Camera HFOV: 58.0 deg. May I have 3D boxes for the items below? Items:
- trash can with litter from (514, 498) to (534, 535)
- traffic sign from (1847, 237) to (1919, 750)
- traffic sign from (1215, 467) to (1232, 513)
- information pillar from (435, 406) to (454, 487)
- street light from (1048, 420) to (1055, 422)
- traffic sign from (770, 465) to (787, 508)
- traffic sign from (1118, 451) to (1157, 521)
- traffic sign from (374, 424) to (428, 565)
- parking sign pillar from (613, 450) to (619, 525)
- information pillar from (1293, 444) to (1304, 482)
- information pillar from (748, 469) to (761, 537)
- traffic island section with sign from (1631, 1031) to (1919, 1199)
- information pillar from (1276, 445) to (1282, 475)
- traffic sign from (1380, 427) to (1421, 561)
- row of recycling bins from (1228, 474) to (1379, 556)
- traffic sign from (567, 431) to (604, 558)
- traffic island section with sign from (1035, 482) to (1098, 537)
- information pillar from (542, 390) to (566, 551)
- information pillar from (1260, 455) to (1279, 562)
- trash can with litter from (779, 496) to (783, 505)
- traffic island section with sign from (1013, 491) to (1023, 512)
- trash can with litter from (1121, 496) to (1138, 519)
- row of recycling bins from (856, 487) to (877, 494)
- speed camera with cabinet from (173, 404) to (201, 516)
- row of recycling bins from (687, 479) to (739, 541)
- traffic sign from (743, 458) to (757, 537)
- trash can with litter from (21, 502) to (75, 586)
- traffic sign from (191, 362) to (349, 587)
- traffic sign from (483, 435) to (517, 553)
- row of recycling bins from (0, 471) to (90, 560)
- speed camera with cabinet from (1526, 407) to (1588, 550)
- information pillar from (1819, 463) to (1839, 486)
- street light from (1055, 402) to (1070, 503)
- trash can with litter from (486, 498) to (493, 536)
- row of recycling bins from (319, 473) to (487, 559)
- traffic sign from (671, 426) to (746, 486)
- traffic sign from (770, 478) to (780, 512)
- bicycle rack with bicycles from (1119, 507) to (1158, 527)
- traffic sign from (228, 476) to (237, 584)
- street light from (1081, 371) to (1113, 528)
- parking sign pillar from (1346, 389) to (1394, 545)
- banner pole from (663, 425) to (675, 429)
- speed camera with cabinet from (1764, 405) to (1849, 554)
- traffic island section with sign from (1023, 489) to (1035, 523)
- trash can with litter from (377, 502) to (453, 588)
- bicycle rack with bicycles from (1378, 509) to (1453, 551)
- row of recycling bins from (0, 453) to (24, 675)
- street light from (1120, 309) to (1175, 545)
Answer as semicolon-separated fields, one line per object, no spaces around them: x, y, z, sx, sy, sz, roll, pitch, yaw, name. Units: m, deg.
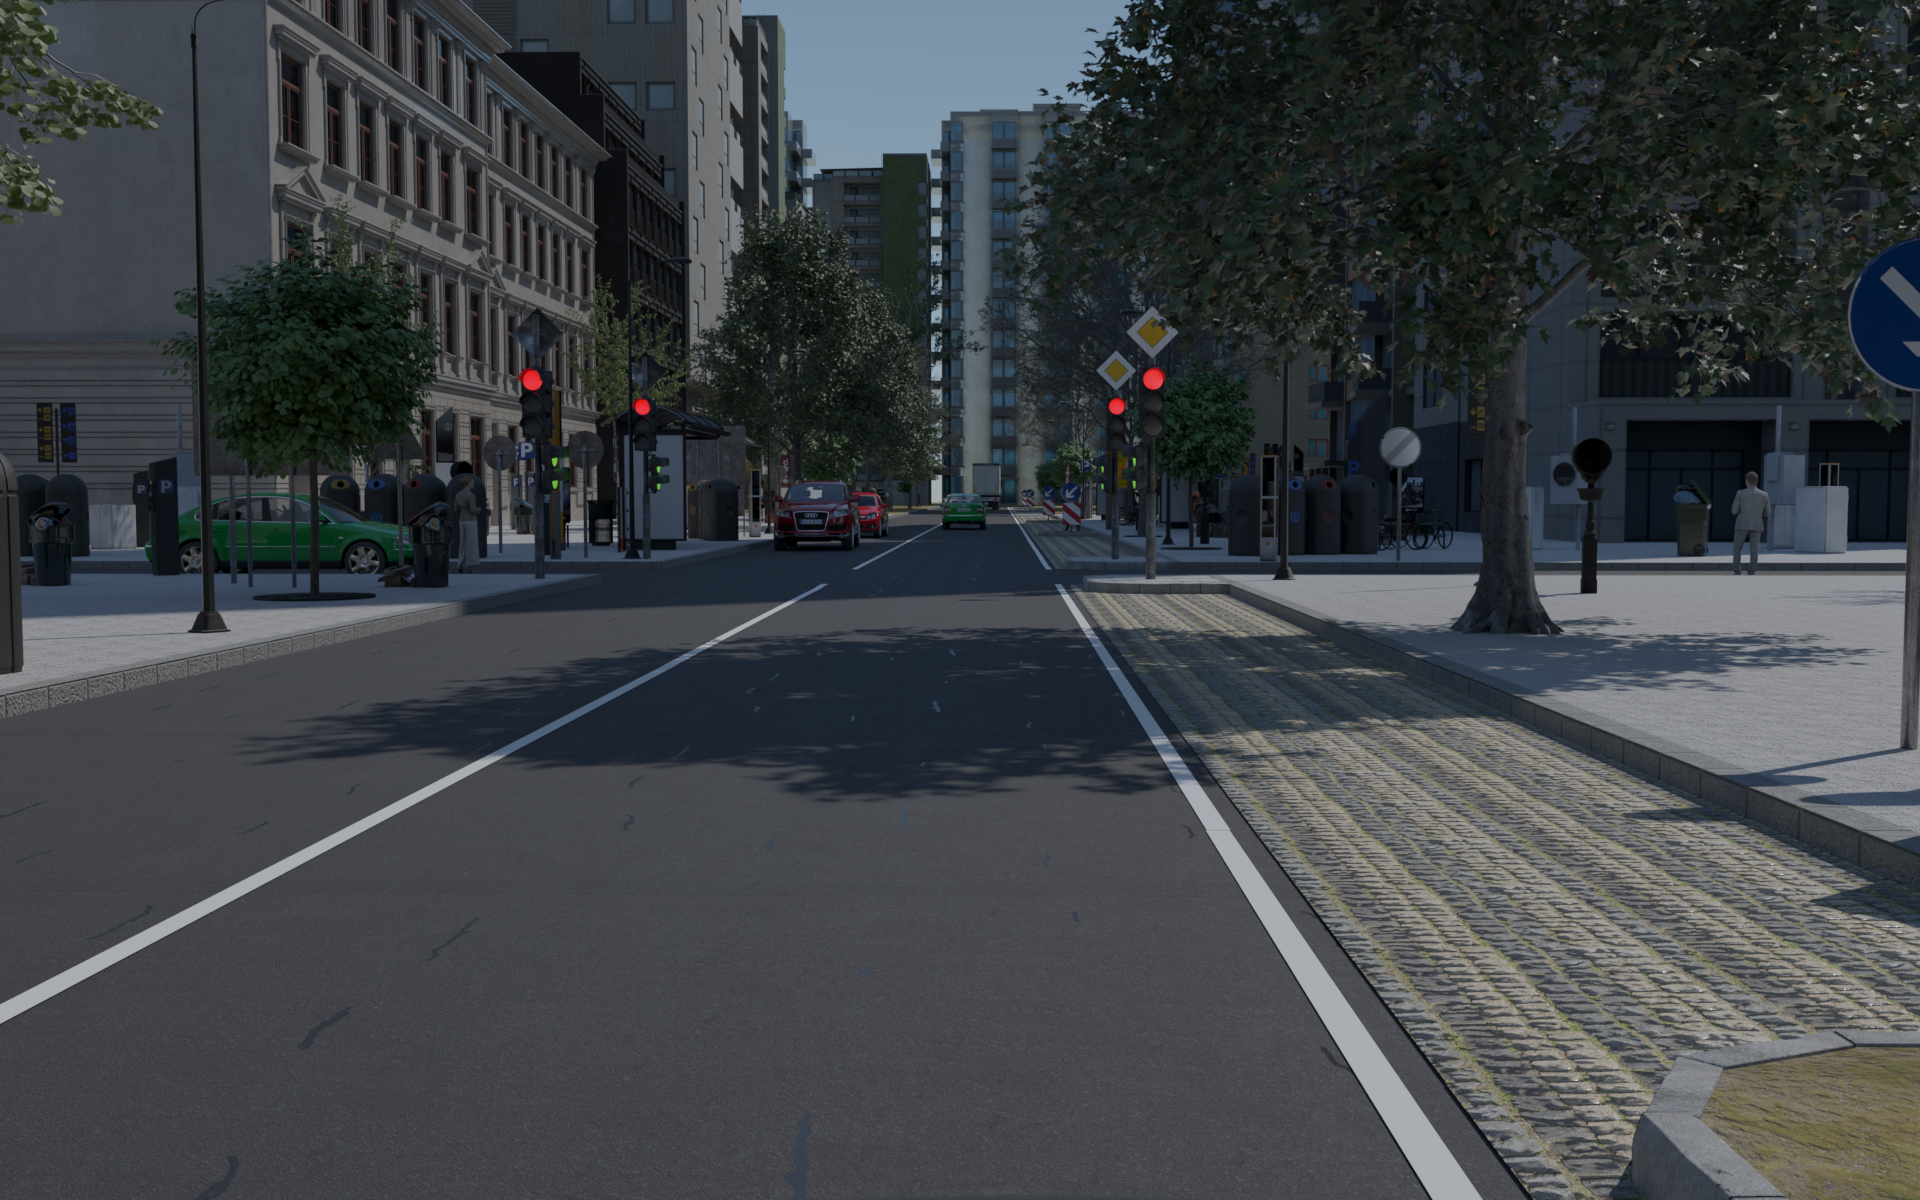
-13.532;-2.645;54.626;1.055;1.170;0.624;1;4;13;trash can with litter
4.784;-0.523;8.653;0.768;2.556;0.104;0;4;4;traffic sign
8.705;-3.539;57.971;0.768;2.556;0.104;0;4;5;traffic sign
-13.709;-3.352;46.160;0.504;3.616;0.183;-3;5;-44;information pillar
6.190;-8.331;108.751;1.470;5.913;1.316;0;4;1;street light
-7.894;-4.584;75.054;0.768;2.556;0.104;0;4;6;traffic sign
7.950;-5.252;79.735;2.265;3.308;0.079;1;4;11;traffic sign
-8.635;-1.633;26.707;0.884;2.594;0.081;1;4;9;traffic sign
-13.872;-5.129;72.328;1.447;3.967;1.447;-2;4;-29;parking sign pillar
15.879;-5.506;81.371;0.504;3.616;0.183;-1;4;-12;information pillar
-6.079;-2.862;51.288;0.304;2.012;0.304;-1;4;-20;information pillar
2.374;0.339;3.086;1.989;1.847;2.006;0;4;1;traffic island section with sign
14.225;-5.219;76.678;0.504;3.616;0.183;3;5;42;information pillar
8.407;-2.021;33.143;0.768;2.556;0.104;0;4;8;traffic sign
7.228;-1.800;36.545;3.534;1.692;1.069;-2;4;-23;row of recycling bins
-7.537;-2.123;34.817;0.768;2.556;0.104;0;4;7;traffic sign
3.637;-3.060;58.662;1.989;1.847;2.006;0;4;1;traffic island section with sign
-9.235;-2.933;39.304;0.504;3.616;0.183;1;4;19;information pillar
5.888;-1.742;32.973;0.304;2.012;0.304;1;4;19;information pillar
-11.049;-5.761;105.573;0.624;1.170;1.055;0;4;5;trash can with litter
5.384;-7.778;135.798;1.989;1.847;2.006;0;4;1;traffic island section with sign
8.728;-4.794;89.768;1.055;1.170;0.624;3;5;39;trash can with litter
-6.694;-5.970;104.730;3.534;1.692;1.069;1;4;14;row of recycling bins
-16.755;-2.645;37.581;0.660;3.252;2.038;-1;4;-20;speed camera with cabinet
-6.927;-2.546;48.735;1.069;1.692;3.534;-1;4;-19;row of recycling bins
-6.489;-3.110;52.026;0.795;2.450;0.064;0;4;2;traffic sign
-12.949;-0.792;24.343;1.055;1.170;0.624;2;4;30;trash can with litter
-9.457;-1.826;23.731;2.265;3.308;0.079;0;4;8;traffic sign
-9.989;-2.293;37.596;0.768;2.556;0.104;1;4;10;traffic sign
-19.585;-1.771;36.067;3.534;1.692;1.069;2;4;23;row of recycling bins
13.352;-2.782;39.815;2.038;3.252;0.660;3;5;44;speed camera with cabinet
20.617;-2.241;41.131;0.304;2.012;0.304;-1;4;-20;information pillar
5.672;-7.006;87.086;1.470;5.913;1.316;0;4;1;street light
-14.711;-2.507;52.383;1.055;1.170;0.624;-2;4;-29;trash can with litter
-11.213;-1.699;34.893;3.534;1.692;1.069;1;4;9;row of recycling bins
-7.533;-3.544;51.812;2.265;3.308;0.079;0;4;5;traffic sign
-8.739;-5.031;82.253;0.884;2.594;0.081;0;4;6;traffic sign
7.439;-3.403;69.019;2.925;0.926;2.852;3;4;38;bicycle rack with bicycles
-10.415;-1.508;24.767;0.768;2.556;0.104;1;4;9;traffic sign
5.233;-5.691;65.596;1.470;5.913;1.316;0;4;1;street light
10.301;-3.393;43.950;1.447;3.967;1.447;3;5;41;parking sign pillar
-9.494;-4.011;55.599;0.863;3.779;0.401;2;4;26;banner pole
18.602;-2.676;38.096;0.660;3.252;2.038;-1;4;-13;speed camera with cabinet
4.253;-4.708;85.610;1.989;1.847;2.006;0;4;1;traffic island section with sign
-7.525;-0.763;23.857;1.055;1.170;0.624;1;4;13;trash can with litter
10.256;-1.657;40.479;2.925;0.926;2.852;-1;4;-20;bicycle rack with bicycles
-7.952;-0.386;13.424;1.069;1.692;3.534;-3;4;-36;row of recycling bins
4.732;-4.353;43.719;1.470;5.913;1.316;0;4;1;street light
